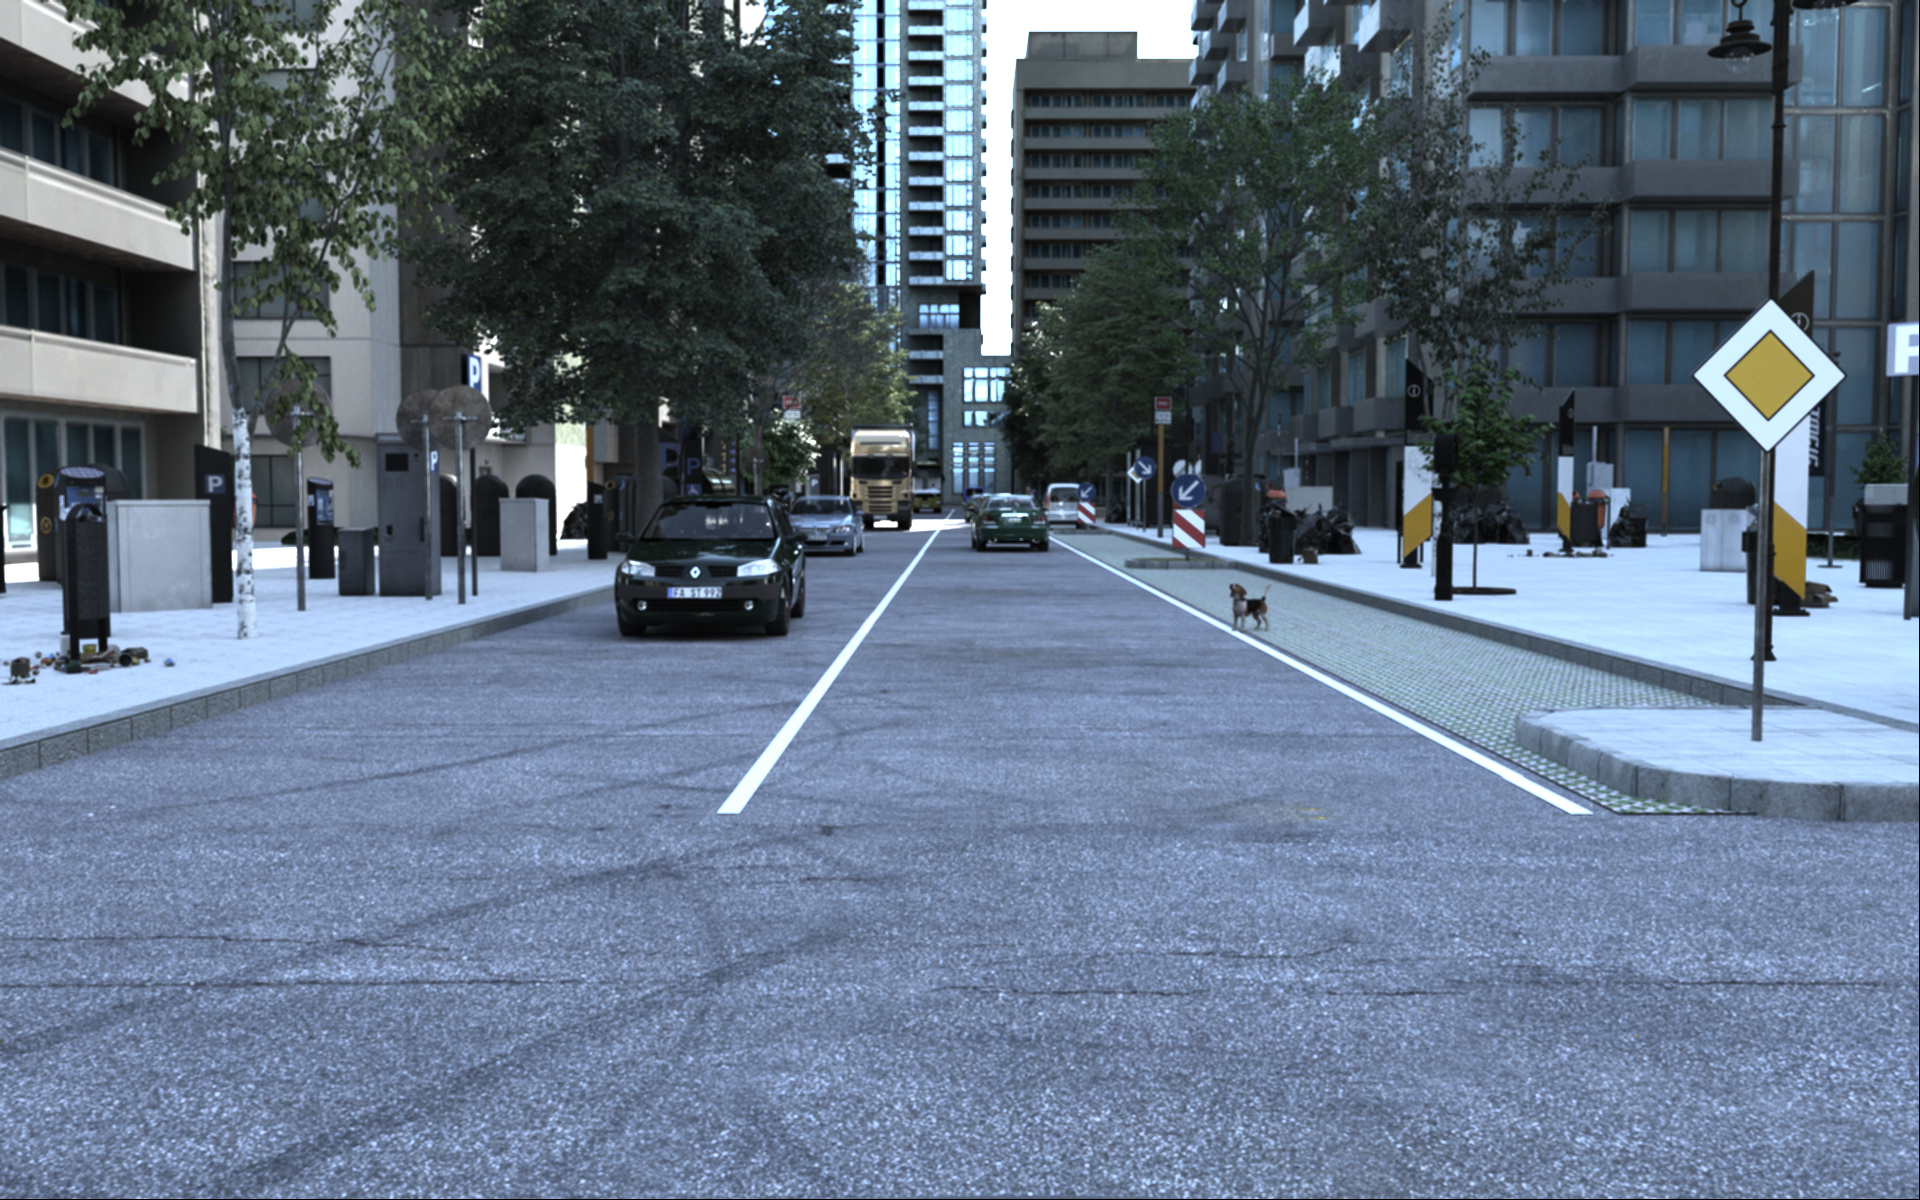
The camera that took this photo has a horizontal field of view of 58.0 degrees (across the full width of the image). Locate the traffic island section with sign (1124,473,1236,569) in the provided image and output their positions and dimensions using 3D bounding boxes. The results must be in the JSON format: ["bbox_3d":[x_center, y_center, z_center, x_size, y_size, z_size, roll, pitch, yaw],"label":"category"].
[{"bbox_3d":[4.235,-1.531,33.666,1.989,1.847,2.006,0,4,0],"label":"traffic island section with sign"}]

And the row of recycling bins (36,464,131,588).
[{"bbox_3d":[-12.443,-1.073,24.657,1.069,1.692,3.534,-2,4,-33],"label":"row of recycling bins"}]

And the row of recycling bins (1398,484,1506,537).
[{"bbox_3d":[14.703,-2.735,51.835,1.069,1.692,3.534,-3,5,-44],"label":"row of recycling bins"}]

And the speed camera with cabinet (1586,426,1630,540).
[{"bbox_3d":[18.593,-3.384,49.663,0.660,3.252,2.038,0,4,1],"label":"speed camera with cabinet"}]

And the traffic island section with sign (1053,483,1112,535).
[{"bbox_3d":[4.333,-3.242,61.639,1.989,1.847,2.006,0,4,0],"label":"traffic island section with sign"}]

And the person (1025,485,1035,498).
[{"bbox_3d":[2.370,-3.150,60.757,0.760,1.731,0.466,2,4,35],"label":"person"}]

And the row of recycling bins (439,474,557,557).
[{"bbox_3d":[-10.189,-1.766,35.989,3.534,1.692,1.069,-1,4,-12],"label":"row of recycling bins"}]

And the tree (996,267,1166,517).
[{"bbox_3d":[7.434,-11.716,98.213,9.857,13.997,8.962,0,3,0],"label":"tree"}]

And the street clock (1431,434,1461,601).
[{"bbox_3d":[5.848,-0.998,20.880,0.358,2.002,0.471,2,4,24],"label":"street clock"}]

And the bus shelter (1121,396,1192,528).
[{"bbox_3d":[7.630,-5.581,68.876,2.179,5.291,8.768,0,4,0],"label":"bus shelter"}]

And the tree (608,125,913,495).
[{"bbox_3d":[-6.433,-8.868,55.355,12.009,13.543,11.850,0,3,0],"label":"tree"}]

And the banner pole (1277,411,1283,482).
[{"bbox_3d":[9.625,-3.807,52.256,0.401,3.779,0.863,1,4,16],"label":"banner pole"}]

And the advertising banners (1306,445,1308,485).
[{"bbox_3d":[12.571,-4.070,62.732,0.090,3.025,2.074,1,4,12],"label":"advertising banners"}]

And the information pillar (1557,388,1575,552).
[{"bbox_3d":[13.408,-2.872,38.314,0.504,3.616,0.183,-3,5,-39],"label":"information pillar"}]

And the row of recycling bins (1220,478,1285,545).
[{"bbox_3d":[7.605,-2.328,45.180,1.069,1.692,3.534,2,4,27],"label":"row of recycling bins"}]

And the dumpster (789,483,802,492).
[{"bbox_3d":[-7.642,-4.584,80.700,1.264,1.857,1.865,0,4,0],"label":"dumpster"}]

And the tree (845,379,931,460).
[{"bbox_3d":[-6.435,-13.869,152.518,9.928,11.665,9.643,0,3,0],"label":"tree"}]

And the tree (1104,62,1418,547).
[{"bbox_3d":[7.223,-7.117,42.114,9.928,11.665,9.643,0,3,0],"label":"tree"}]

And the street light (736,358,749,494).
[{"bbox_3d":[-5.702,-4.382,44.440,0.468,5.910,1.993,0,4,0],"label":"street light"}]

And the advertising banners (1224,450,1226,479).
[{"bbox_3d":[10.438,-4.409,68.280,0.090,3.025,2.074,1,4,10],"label":"advertising banners"}]

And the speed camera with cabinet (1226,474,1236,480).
[{"bbox_3d":[13.011,-5.302,81.031,0.660,3.252,2.038,-1,4,-12],"label":"speed camera with cabinet"}]

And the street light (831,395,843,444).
[{"bbox_3d":[-5.643,-6.531,79.570,0.468,5.910,1.993,0,4,0],"label":"street light"}]

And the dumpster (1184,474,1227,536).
[{"bbox_3d":[7.351,-2.809,51.681,1.264,1.857,1.865,0,3,0],"label":"dumpster"}]

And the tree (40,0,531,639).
[{"bbox_3d":[-6.100,-3.964,15.169,4.737,8.622,4.395,0,3,0],"label":"tree"}]

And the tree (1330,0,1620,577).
[{"bbox_3d":[7.422,-4.646,26.324,4.360,8.622,3.978,0,3,0],"label":"tree"}]

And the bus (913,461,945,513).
[{"bbox_3d":[-2.603,-8.628,132.608,2.896,3.916,12.252,0,4,0],"label":"bus"}]

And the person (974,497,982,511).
[{"bbox_3d":[0.829,-3.592,71.508,0.475,1.303,0.640,-1,4,-12],"label":"person"}]

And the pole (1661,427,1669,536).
[{"bbox_3d":[21.452,-3.599,52.679,0.158,3.312,0.155,0,3,0],"label":"pole"}]

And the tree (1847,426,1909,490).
[{"bbox_3d":[26.274,-3.370,49.694,1.663,3.219,1.824,0,3,0],"label":"tree"}]

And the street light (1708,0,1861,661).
[{"bbox_3d":[6.209,-2.472,13.203,0.468,5.910,1.993,0,4,0],"label":"street light"}]

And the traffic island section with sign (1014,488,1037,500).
[{"bbox_3d":[4.483,-6.297,111.576,1.989,1.847,2.006,0,4,0],"label":"traffic island section with sign"}]

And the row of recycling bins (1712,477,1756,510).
[{"bbox_3d":[19.400,-2.217,43.358,1.069,1.692,3.534,1,4,21],"label":"row of recycling bins"}]

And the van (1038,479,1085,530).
[{"bbox_3d":[4.124,-3.802,69.171,2.013,2.044,4.112,0,4,1],"label":"van"}]

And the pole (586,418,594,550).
[{"bbox_3d":[-8.480,-2.806,39.724,0.158,3.312,0.155,0,3,0],"label":"pole"}]

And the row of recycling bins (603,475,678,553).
[{"bbox_3d":[-6.931,-1.867,37.632,1.069,1.692,3.534,-2,4,-26],"label":"row of recycling bins"}]

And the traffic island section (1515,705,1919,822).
[{"bbox_3d":[4.164,0.811,9.020,2.009,0.180,2.903,0,4,0],"label":"traffic island section"}]

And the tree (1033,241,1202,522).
[{"bbox_3d":[7.189,-9.792,78.227,7.486,12.596,7.792,0,3,0],"label":"tree"}]

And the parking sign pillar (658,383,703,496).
[{"bbox_3d":[-6.318,-3.192,40.656,1.447,3.967,1.447,-1,4,-14],"label":"parking sign pillar"}]

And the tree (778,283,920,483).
[{"bbox_3d":[-5.930,-10.716,93.334,7.486,12.596,7.792,0,3,0],"label":"tree"}]

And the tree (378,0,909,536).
[{"bbox_3d":[-5.794,-7.658,31.869,9.857,13.997,8.962,0,3,0],"label":"tree"}]

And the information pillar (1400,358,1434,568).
[{"bbox_3d":[7.905,-2.360,29.939,0.504,3.616,0.183,0,4,3],"label":"information pillar"}]

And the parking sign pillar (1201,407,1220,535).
[{"bbox_3d":[7.835,-4.026,54.298,1.447,3.967,1.447,0,4,2],"label":"parking sign pillar"}]

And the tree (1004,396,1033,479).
[{"bbox_3d":[7.371,-14.187,150.078,7.486,12.596,7.792,0,3,0],"label":"tree"}]

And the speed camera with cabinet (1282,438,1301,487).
[{"bbox_3d":[11.832,-4.146,62.131,0.660,3.252,2.038,0,4,8],"label":"speed camera with cabinet"}]

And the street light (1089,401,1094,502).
[{"bbox_3d":[6.359,-6.783,83.695,0.468,5.910,1.993,0,4,0],"label":"street light"}]

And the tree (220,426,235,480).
[{"bbox_3d":[-18.667,-2.951,42.853,1.663,3.219,1.824,0,3,0],"label":"tree"}]

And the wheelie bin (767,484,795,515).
[{"bbox_3d":[-5.613,-2.823,54.066,0.980,1.594,0.693,-1,4,-18],"label":"wheelie bin"}]

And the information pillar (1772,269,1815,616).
[{"bbox_3d":[8.669,-1.640,18.165,0.504,3.616,0.183,0,4,2],"label":"information pillar"}]

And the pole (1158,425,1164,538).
[{"bbox_3d":[5.909,-3.495,50.994,0.158,3.312,0.155,0,3,0],"label":"pole"}]

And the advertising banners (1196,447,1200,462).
[{"bbox_3d":[8.886,-4.116,63.486,0.090,3.025,2.074,0,4,-4],"label":"advertising banners"}]

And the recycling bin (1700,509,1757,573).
[{"bbox_3d":[12.770,-0.990,28.736,0.722,1.027,0.722,3,5,43],"label":"recycling bin"}]

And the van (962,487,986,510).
[{"bbox_3d":[1.283,-9.273,156.005,2.240,2.365,5.245,0,3,0],"label":"van"}]

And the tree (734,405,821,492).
[{"bbox_3d":[-6.786,-4.912,64.023,4.285,4.588,4.351,0,3,0],"label":"tree"}]

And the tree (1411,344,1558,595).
[{"bbox_3d":[6.669,-1.709,22.543,1.663,3.219,1.824,0,3,0],"label":"tree"}]

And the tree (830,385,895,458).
[{"bbox_3d":[-6.409,-9.798,110.558,4.360,8.622,3.978,0,3,0],"label":"tree"}]

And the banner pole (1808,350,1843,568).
[{"bbox_3d":[15.100,-2.468,30.374,0.401,3.779,0.863,-2,4,-30],"label":"banner pole"}]

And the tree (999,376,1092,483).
[{"bbox_3d":[6.687,-11.189,117.351,8.767,10.594,7.601,1,4,9],"label":"tree"}]

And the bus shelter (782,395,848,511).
[{"bbox_3d":[-6.109,-5.838,73.083,2.179,5.291,8.768,0,4,0],"label":"bus shelter"}]

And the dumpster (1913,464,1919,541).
[{"bbox_3d":[6.722,-0.454,9.923,1.502,2.255,1.985,0,4,0],"label":"dumpster"}]

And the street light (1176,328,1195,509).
[{"bbox_3d":[6.317,-4.610,48.163,0.468,5.910,1.993,0,4,0],"label":"street light"}]
